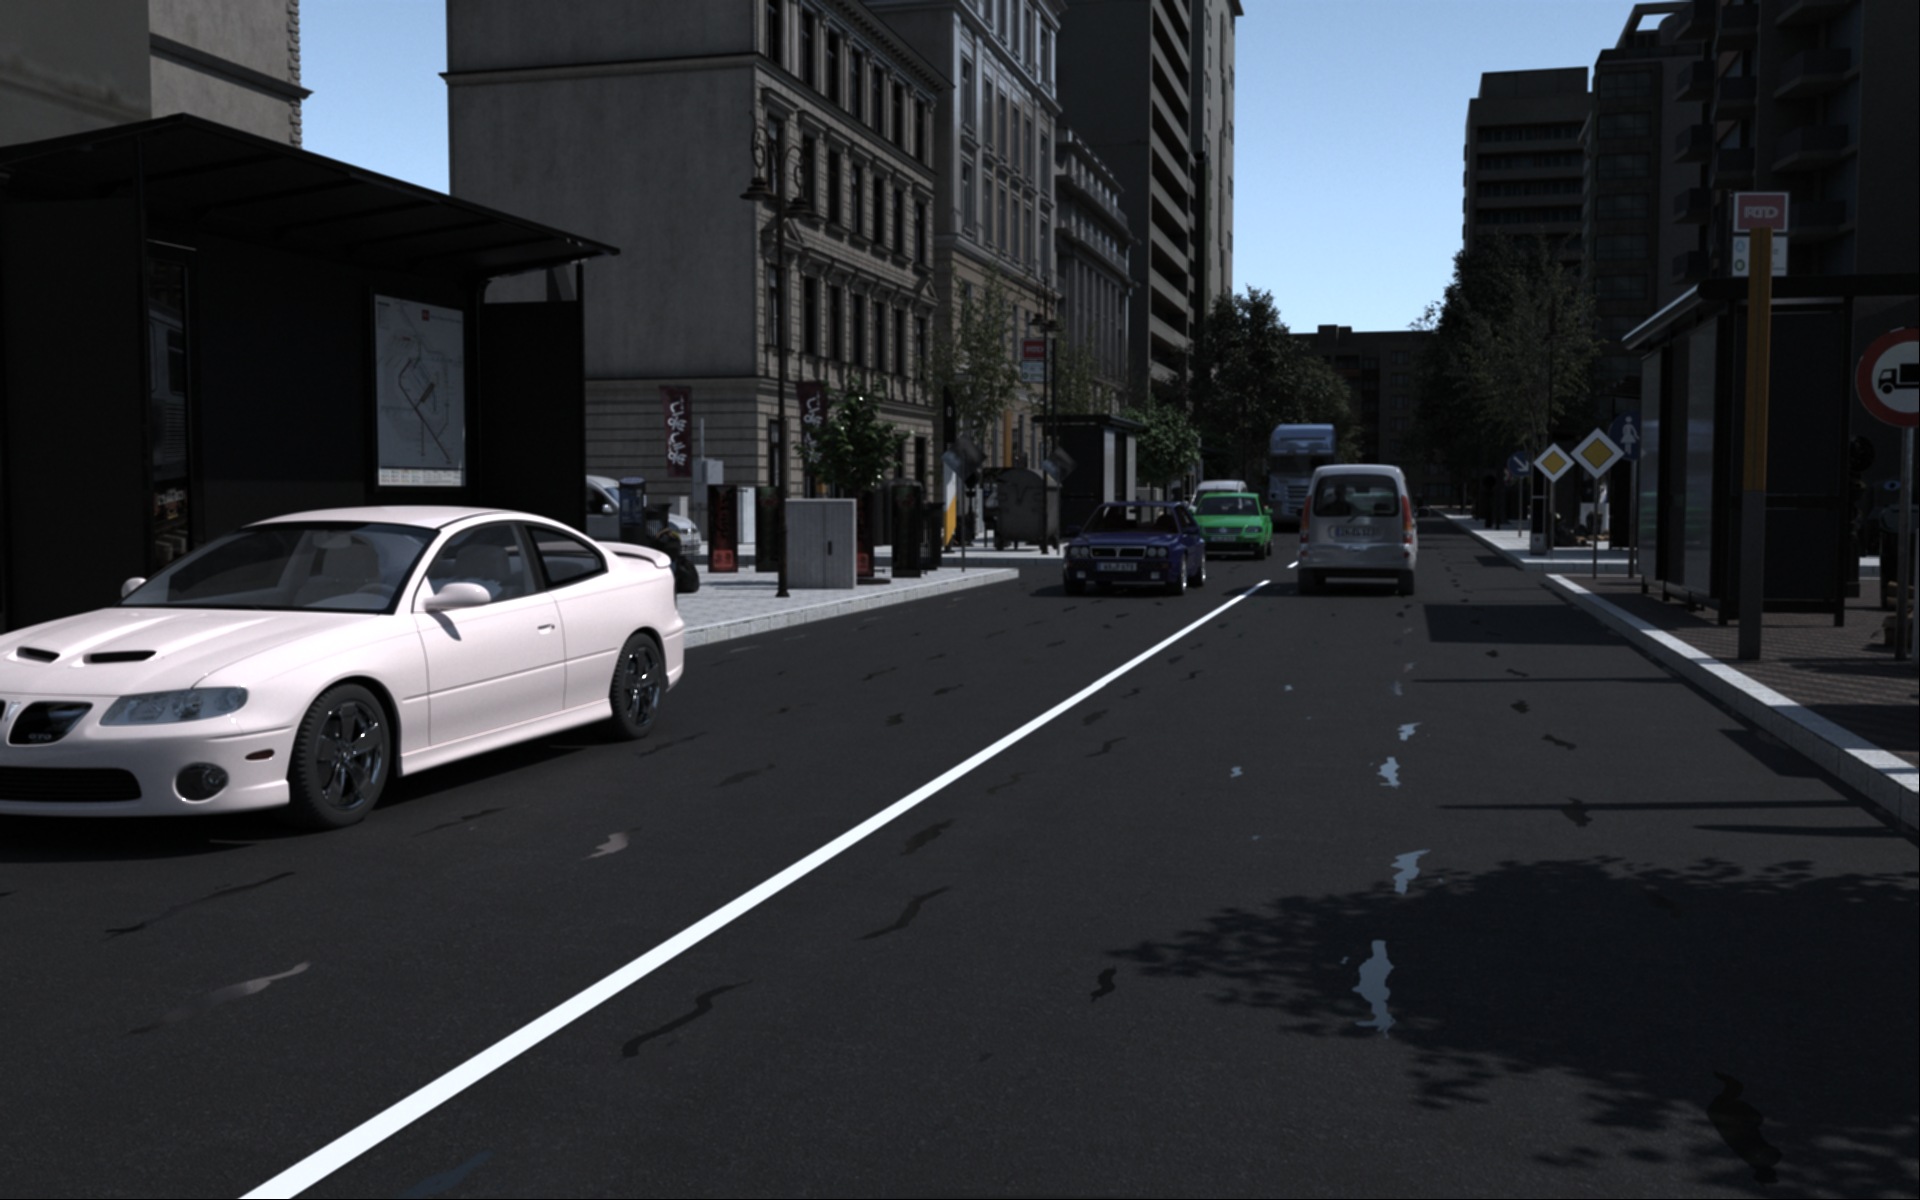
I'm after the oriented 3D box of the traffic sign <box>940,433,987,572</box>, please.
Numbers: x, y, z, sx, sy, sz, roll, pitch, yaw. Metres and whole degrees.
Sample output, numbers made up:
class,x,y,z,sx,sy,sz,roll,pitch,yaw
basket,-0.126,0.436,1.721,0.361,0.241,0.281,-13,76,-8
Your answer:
class,x,y,z,sx,sy,sz,roll,pitch,yaw
traffic sign,0.057,-1.516,28.436,0.795,2.450,0.064,1,4,14

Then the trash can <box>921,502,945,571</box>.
class,x,y,z,sx,sy,sz,roll,pitch,yaw
trash can,-0.610,-1.074,29.211,0.748,1.137,0.748,0,3,0

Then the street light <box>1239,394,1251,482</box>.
class,x,y,z,sx,sy,sz,roll,pitch,yaw
street light,13.184,-6.581,80.384,0.468,5.910,1.993,1,4,14

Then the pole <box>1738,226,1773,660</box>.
class,x,y,z,sx,sy,sz,roll,pitch,yaw
pole,6.131,-1.193,13.349,0.158,3.312,0.155,0,3,0

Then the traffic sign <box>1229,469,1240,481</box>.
class,x,y,z,sx,sy,sz,roll,pitch,yaw
traffic sign,12.970,-5.054,82.735,0.768,2.556,0.104,1,4,22

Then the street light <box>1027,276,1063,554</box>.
class,x,y,z,sx,sy,sz,roll,pitch,yaw
street light,1.815,-3.917,36.830,0.468,5.910,1.993,1,4,14

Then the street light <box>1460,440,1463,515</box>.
class,x,y,z,sx,sy,sz,roll,pitch,yaw
street light,30.508,-8.100,105.229,0.468,5.910,1.993,1,4,14

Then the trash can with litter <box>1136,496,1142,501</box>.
class,x,y,z,sx,sy,sz,roll,pitch,yaw
trash can with litter,7.205,-3.793,73.072,1.678,1.210,2.233,1,4,11

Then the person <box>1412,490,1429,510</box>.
class,x,y,z,sx,sy,sz,roll,pitch,yaw
person,33.453,-7.133,125.855,1.217,1.736,0.721,0,4,-4

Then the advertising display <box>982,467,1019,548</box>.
class,x,y,z,sx,sy,sz,roll,pitch,yaw
advertising display,0.993,-2.224,41.572,0.974,1.923,0.123,2,4,29

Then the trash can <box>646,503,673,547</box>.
class,x,y,z,sx,sy,sz,roll,pitch,yaw
trash can,-4.706,-0.887,26.151,0.748,1.137,0.748,0,3,0

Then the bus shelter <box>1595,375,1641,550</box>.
class,x,y,z,sx,sy,sz,roll,pitch,yaw
bus shelter,14.761,-2.796,37.004,1.731,3.624,6.357,1,4,15

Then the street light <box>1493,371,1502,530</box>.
class,x,y,z,sx,sy,sz,roll,pitch,yaw
street light,19.294,-5.454,61.961,0.468,5.910,1.993,1,4,14

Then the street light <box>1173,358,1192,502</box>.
class,x,y,z,sx,sy,sz,roll,pitch,yaw
street light,7.558,-5.264,58.858,0.468,5.910,1.993,1,4,14

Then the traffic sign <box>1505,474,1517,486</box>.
class,x,y,z,sx,sy,sz,roll,pitch,yaw
traffic sign,31.436,-6.048,98.985,0.768,2.556,0.104,2,4,23

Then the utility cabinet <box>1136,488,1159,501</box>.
class,x,y,z,sx,sy,sz,roll,pitch,yaw
utility cabinet,6.574,-3.292,62.500,1.173,1.500,0.318,1,4,23

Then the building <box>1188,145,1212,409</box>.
class,x,y,z,sx,sy,sz,roll,pitch,yaw
building,12.686,-22.629,141.691,14.160,30.474,14.107,1,4,14

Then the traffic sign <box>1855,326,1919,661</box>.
class,x,y,z,sx,sy,sz,roll,pitch,yaw
traffic sign,7.245,-0.805,13.263,0.768,2.556,0.104,1,4,18

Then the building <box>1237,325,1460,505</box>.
class,x,y,z,sx,sy,sz,roll,pitch,yaw
building,45.954,-22.452,212.124,28.899,21.520,27.650,1,4,14

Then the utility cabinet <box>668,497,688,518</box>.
class,x,y,z,sx,sy,sz,roll,pitch,yaw
utility cabinet,-6.941,-1.926,42.650,0.306,1.237,1.020,0,4,2

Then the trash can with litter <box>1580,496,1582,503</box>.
class,x,y,z,sx,sy,sz,roll,pitch,yaw
trash can with litter,35.742,-5.378,98.992,2.233,1.210,1.678,-1,4,-10

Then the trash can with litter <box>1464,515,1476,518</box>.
class,x,y,z,sx,sy,sz,roll,pitch,yaw
trash can with litter,28.302,-5.037,93.413,1.678,1.210,2.233,-3,4,-38

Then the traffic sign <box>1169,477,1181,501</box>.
class,x,y,z,sx,sy,sz,roll,pitch,yaw
traffic sign,7.855,-3.965,64.826,0.884,2.594,0.081,1,4,22

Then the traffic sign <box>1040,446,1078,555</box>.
class,x,y,z,sx,sy,sz,roll,pitch,yaw
traffic sign,2.058,-1.989,36.167,0.795,2.450,0.064,1,4,14

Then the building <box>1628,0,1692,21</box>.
class,x,y,z,sx,sy,sz,roll,pitch,yaw
building,62.247,-26.835,130.636,32.217,40.220,23.993,1,4,14

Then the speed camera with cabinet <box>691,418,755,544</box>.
class,x,y,z,sx,sy,sz,roll,pitch,yaw
speed camera with cabinet,-6.099,-3.090,44.863,2.038,3.252,0.660,3,5,42

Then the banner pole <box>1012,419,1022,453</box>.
class,x,y,z,sx,sy,sz,roll,pitch,yaw
banner pole,1.907,-4.155,57.947,0.401,3.779,0.863,-2,4,-24

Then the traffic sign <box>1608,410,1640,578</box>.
class,x,y,z,sx,sy,sz,roll,pitch,yaw
traffic sign,10.233,-1.604,26.324,0.768,2.556,0.104,1,4,16

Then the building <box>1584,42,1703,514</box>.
class,x,y,z,sx,sy,sz,roll,pitch,yaw
building,48.744,-20.968,114.527,14.160,30.474,14.107,1,4,14

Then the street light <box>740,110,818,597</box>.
class,x,y,z,sx,sy,sz,roll,pitch,yaw
street light,-2.210,-2.973,21.403,0.468,5.910,1.993,1,4,14

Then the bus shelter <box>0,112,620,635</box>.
class,x,y,z,sx,sy,sz,roll,pitch,yaw
bus shelter,-4.849,-1.386,13.937,1.731,3.624,6.357,1,4,14

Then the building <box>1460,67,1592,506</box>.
class,x,y,z,sx,sy,sz,roll,pitch,yaw
building,69.291,-35.291,200.709,21.600,48.544,21.300,1,4,14

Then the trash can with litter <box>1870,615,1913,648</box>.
class,x,y,z,sx,sy,sz,roll,pitch,yaw
trash can with litter,8.146,-0.180,14.327,1.055,1.170,0.624,3,5,39

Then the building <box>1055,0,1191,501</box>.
class,x,y,z,sx,sy,sz,roll,pitch,yaw
building,4.584,-30.640,124.673,21.300,48.544,21.600,1,4,14

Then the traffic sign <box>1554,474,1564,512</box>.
class,x,y,z,sx,sy,sz,roll,pitch,yaw
traffic sign,19.682,-3.504,57.403,0.768,2.556,0.104,1,4,22

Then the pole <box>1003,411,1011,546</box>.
class,x,y,z,sx,sy,sz,roll,pitch,yaw
pole,1.156,-2.974,42.474,0.158,3.312,0.155,0,3,0

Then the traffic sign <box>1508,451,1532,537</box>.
class,x,y,z,sx,sy,sz,roll,pitch,yaw
traffic sign,16.669,-3.142,51.481,0.768,2.556,0.104,1,4,23

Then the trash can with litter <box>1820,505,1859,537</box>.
class,x,y,z,sx,sy,sz,roll,pitch,yaw
trash can with litter,12.516,-0.826,24.890,0.624,1.170,1.055,1,4,19

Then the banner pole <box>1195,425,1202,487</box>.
class,x,y,z,sx,sy,sz,roll,pitch,yaw
banner pole,8.734,-4.494,63.488,0.401,3.779,0.863,1,4,21

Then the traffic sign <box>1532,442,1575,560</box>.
class,x,y,z,sx,sy,sz,roll,pitch,yaw
traffic sign,11.536,-1.838,33.701,0.795,2.450,0.064,1,4,14

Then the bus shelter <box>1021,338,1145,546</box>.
class,x,y,z,sx,sy,sz,roll,pitch,yaw
bus shelter,3.287,-4.246,47.055,2.179,5.291,8.768,1,4,15

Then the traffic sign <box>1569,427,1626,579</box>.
class,x,y,z,sx,sy,sz,roll,pitch,yaw
traffic sign,9.534,-1.366,25.970,0.795,2.450,0.064,1,4,14

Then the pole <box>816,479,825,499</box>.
class,x,y,z,sx,sy,sz,roll,pitch,yaw
pole,-3.207,-2.812,39.814,0.158,3.312,0.155,0,3,0

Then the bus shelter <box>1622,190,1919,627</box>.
class,x,y,z,sx,sy,sz,roll,pitch,yaw
bus shelter,9.268,-2.638,20.759,2.179,5.291,8.768,1,4,14

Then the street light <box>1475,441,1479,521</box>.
class,x,y,z,sx,sy,sz,roll,pitch,yaw
street light,24.970,-6.770,83.474,0.468,5.910,1.993,1,4,14

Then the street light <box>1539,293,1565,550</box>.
class,x,y,z,sx,sy,sz,roll,pitch,yaw
street light,13.611,-4.108,39.951,0.468,5.910,1.993,1,4,14

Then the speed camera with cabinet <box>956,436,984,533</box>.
class,x,y,z,sx,sy,sz,roll,pitch,yaw
speed camera with cabinet,0.279,-3.924,58.492,0.660,3.252,2.038,-1,4,-15

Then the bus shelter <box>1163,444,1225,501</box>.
class,x,y,z,sx,sy,sz,roll,pitch,yaw
bus shelter,9.097,-4.534,68.049,2.014,3.302,5.546,1,4,14

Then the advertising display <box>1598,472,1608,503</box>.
class,x,y,z,sx,sy,sz,roll,pitch,yaw
advertising display,18.856,-2.797,50.939,0.123,1.923,0.974,2,4,34

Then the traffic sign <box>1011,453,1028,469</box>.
class,x,y,z,sx,sy,sz,roll,pitch,yaw
traffic sign,1.377,-2.483,42.726,0.606,2.300,0.079,1,4,15

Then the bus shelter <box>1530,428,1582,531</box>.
class,x,y,z,sx,sy,sz,roll,pitch,yaw
bus shelter,21.726,-4.430,63.713,1.731,3.624,6.357,1,4,14

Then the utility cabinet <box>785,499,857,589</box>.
class,x,y,z,sx,sy,sz,roll,pitch,yaw
utility cabinet,-1.929,-0.754,23.492,1.020,1.237,0.306,0,4,7

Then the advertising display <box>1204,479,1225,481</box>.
class,x,y,z,sx,sy,sz,roll,pitch,yaw
advertising display,10.520,-4.080,71.930,0.974,1.923,0.123,0,4,-6

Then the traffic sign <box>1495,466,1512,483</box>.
class,x,y,z,sx,sy,sz,roll,pitch,yaw
traffic sign,24.989,-4.868,79.696,0.768,2.556,0.104,2,4,23

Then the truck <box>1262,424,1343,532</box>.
class,x,y,z,sx,sy,sz,roll,pitch,yaw
truck,14.569,-5.055,72.411,2.967,4.110,18.799,1,4,13
